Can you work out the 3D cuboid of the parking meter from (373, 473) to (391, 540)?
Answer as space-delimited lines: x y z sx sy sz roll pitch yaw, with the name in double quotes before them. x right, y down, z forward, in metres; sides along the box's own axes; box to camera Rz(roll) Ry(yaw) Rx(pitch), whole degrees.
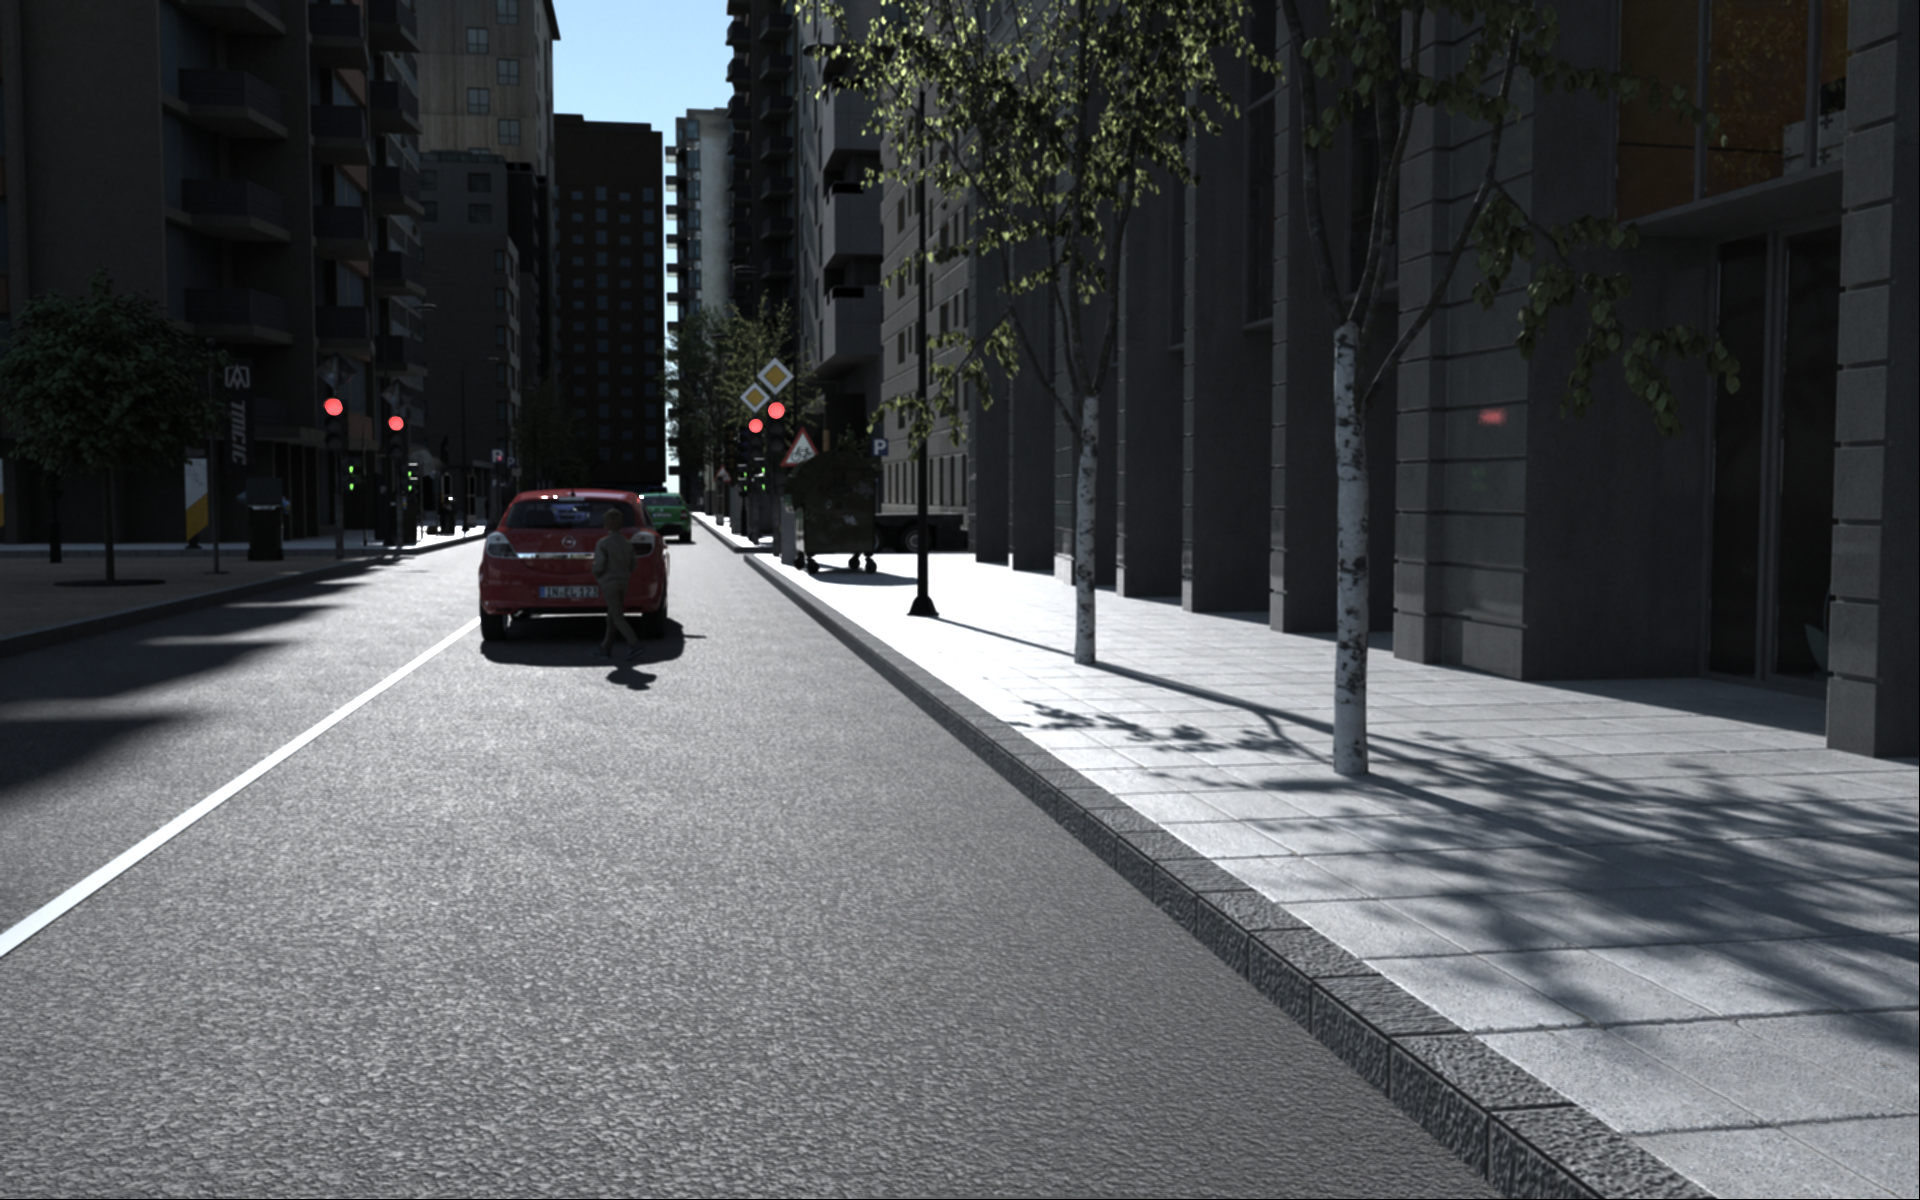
"parking meter" -16.034 -2.591 48.067 0.399 1.863 0.255 -3 5 -43

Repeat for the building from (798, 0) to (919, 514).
"building" 4.844 -31.401 102.648 28.713 52.752 27.495 -1 4 -10

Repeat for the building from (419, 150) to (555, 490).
"building" -42.825 -23.111 149.559 14.160 30.474 14.107 -1 4 -10

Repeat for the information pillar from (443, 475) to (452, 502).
"information pillar" -19.374 -3.730 65.480 0.304 2.012 0.304 -1 4 -14

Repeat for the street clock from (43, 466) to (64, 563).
"street clock" -16.876 -1.694 32.270 0.358 2.002 0.471 -2 4 -26

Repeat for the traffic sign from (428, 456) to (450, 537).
"traffic sign" -15.794 -3.124 52.266 0.795 2.450 0.064 0 4 -7

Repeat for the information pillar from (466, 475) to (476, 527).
"information pillar" -19.186 -3.878 67.895 0.304 2.012 0.304 -3 5 -43

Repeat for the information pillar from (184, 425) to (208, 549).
"information pillar" -17.819 -2.997 40.354 0.504 3.616 0.183 -1 4 -16

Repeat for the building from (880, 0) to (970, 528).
"building" 13.256 -13.228 61.319 28.899 21.520 27.650 -1 4 -10

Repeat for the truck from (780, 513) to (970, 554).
"truck" 5.217 -3.105 40.529 18.799 4.110 2.967 -1 4 -9

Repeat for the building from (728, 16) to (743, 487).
"building" -15.009 -45.394 180.439 20.563 71.187 20.611 -1 4 -10

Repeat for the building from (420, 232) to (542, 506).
"building" -46.110 -17.276 127.499 27.650 21.520 28.899 -1 4 -10

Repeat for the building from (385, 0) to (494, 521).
"building" -41.196 -24.251 88.390 32.217 40.220 23.993 -1 4 -10

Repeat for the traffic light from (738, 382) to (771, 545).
"traffic light" -5.148 -3.334 43.437 0.839 4.253 0.868 -1 4 -10

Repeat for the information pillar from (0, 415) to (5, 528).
"information pillar" -22.572 -2.995 40.319 0.504 3.616 0.183 -1 4 -20

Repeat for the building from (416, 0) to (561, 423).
"building" -53.796 -35.524 170.058 27.495 52.752 28.713 -1 4 -10

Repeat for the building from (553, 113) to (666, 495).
"building" -42.685 -34.115 207.885 14.200 45.320 14.600 -1 4 -10

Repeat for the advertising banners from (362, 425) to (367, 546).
"advertising banners" -14.868 -2.877 43.226 0.090 3.025 2.074 -1 4 -18

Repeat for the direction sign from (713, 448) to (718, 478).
"direction sign" -11.953 -5.756 86.111 0.379 3.537 0.876 2 4 34

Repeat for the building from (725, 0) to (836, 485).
"building" -7.747 -29.816 142.115 22.147 44.769 28.867 -1 4 -10

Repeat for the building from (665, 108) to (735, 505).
"building" -21.149 -36.476 215.983 30.456 49.044 23.786 -1 4 -10

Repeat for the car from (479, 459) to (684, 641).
"car" -4.043 -0.580 18.528 2.155 1.783 4.494 -1 4 -9

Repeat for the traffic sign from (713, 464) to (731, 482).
"traffic sign" -10.141 -4.535 74.151 0.884 2.594 0.081 0 4 -8

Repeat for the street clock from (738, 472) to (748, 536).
"street clock" -6.649 -2.979 53.270 0.358 2.002 0.471 0 4 -7

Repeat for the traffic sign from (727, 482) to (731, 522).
"traffic sign" -10.700 -4.923 80.604 0.768 2.556 0.104 0 4 -8

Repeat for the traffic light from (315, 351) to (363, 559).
"traffic light" -12.238 -2.764 34.112 0.839 4.253 0.868 -1 4 -10

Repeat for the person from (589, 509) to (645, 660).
"person" -2.993 -0.135 14.972 0.640 1.303 0.475 2 4 25

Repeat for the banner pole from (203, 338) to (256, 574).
"banner pole" -11.794 -2.320 27.941 0.863 3.779 0.401 -2 4 -29

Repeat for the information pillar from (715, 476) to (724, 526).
"information pillar" -9.742 -4.019 70.207 0.304 2.012 0.304 -1 4 -17

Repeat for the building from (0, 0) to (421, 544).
"building" -29.785 -24.508 55.333 22.147 44.769 28.867 -1 4 -10

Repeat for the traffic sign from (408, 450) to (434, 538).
"traffic sign" -15.565 -3.053 50.030 0.768 2.556 0.104 0 4 -1

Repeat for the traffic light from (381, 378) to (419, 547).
"traffic light" -13.584 -3.245 41.983 0.839 4.253 0.868 -1 4 -10

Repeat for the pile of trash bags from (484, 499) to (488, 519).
"pile of trash bags" -23.167 -4.781 87.921 1.912 1.369 3.447 -2 4 -23

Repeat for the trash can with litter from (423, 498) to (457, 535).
"trash can with litter" -16.243 -2.611 54.071 1.055 1.170 0.624 1 4 10

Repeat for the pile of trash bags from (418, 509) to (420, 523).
"pile of trash bags" -26.001 -4.159 77.745 3.447 1.369 1.912 -1 4 -20

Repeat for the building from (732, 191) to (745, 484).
"building" -14.433 -23.979 163.756 14.160 30.474 14.107 -1 4 -10

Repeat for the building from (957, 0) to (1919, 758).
"building" 7.937 -14.768 18.947 11.434 29.767 29.804 -1 4 -10

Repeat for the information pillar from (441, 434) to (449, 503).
"information pillar" -20.141 -4.673 67.758 0.183 3.616 0.504 0 4 8

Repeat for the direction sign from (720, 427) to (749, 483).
"direction sign" -7.530 -4.072 58.571 0.876 3.537 0.379 -2 4 -31

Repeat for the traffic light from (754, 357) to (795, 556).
"traffic light" -3.802 -2.853 35.566 0.839 4.253 0.868 -1 4 -10

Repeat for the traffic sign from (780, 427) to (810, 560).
"traffic sign" -3.035 -2.048 33.495 0.884 2.594 0.081 0 4 -7
